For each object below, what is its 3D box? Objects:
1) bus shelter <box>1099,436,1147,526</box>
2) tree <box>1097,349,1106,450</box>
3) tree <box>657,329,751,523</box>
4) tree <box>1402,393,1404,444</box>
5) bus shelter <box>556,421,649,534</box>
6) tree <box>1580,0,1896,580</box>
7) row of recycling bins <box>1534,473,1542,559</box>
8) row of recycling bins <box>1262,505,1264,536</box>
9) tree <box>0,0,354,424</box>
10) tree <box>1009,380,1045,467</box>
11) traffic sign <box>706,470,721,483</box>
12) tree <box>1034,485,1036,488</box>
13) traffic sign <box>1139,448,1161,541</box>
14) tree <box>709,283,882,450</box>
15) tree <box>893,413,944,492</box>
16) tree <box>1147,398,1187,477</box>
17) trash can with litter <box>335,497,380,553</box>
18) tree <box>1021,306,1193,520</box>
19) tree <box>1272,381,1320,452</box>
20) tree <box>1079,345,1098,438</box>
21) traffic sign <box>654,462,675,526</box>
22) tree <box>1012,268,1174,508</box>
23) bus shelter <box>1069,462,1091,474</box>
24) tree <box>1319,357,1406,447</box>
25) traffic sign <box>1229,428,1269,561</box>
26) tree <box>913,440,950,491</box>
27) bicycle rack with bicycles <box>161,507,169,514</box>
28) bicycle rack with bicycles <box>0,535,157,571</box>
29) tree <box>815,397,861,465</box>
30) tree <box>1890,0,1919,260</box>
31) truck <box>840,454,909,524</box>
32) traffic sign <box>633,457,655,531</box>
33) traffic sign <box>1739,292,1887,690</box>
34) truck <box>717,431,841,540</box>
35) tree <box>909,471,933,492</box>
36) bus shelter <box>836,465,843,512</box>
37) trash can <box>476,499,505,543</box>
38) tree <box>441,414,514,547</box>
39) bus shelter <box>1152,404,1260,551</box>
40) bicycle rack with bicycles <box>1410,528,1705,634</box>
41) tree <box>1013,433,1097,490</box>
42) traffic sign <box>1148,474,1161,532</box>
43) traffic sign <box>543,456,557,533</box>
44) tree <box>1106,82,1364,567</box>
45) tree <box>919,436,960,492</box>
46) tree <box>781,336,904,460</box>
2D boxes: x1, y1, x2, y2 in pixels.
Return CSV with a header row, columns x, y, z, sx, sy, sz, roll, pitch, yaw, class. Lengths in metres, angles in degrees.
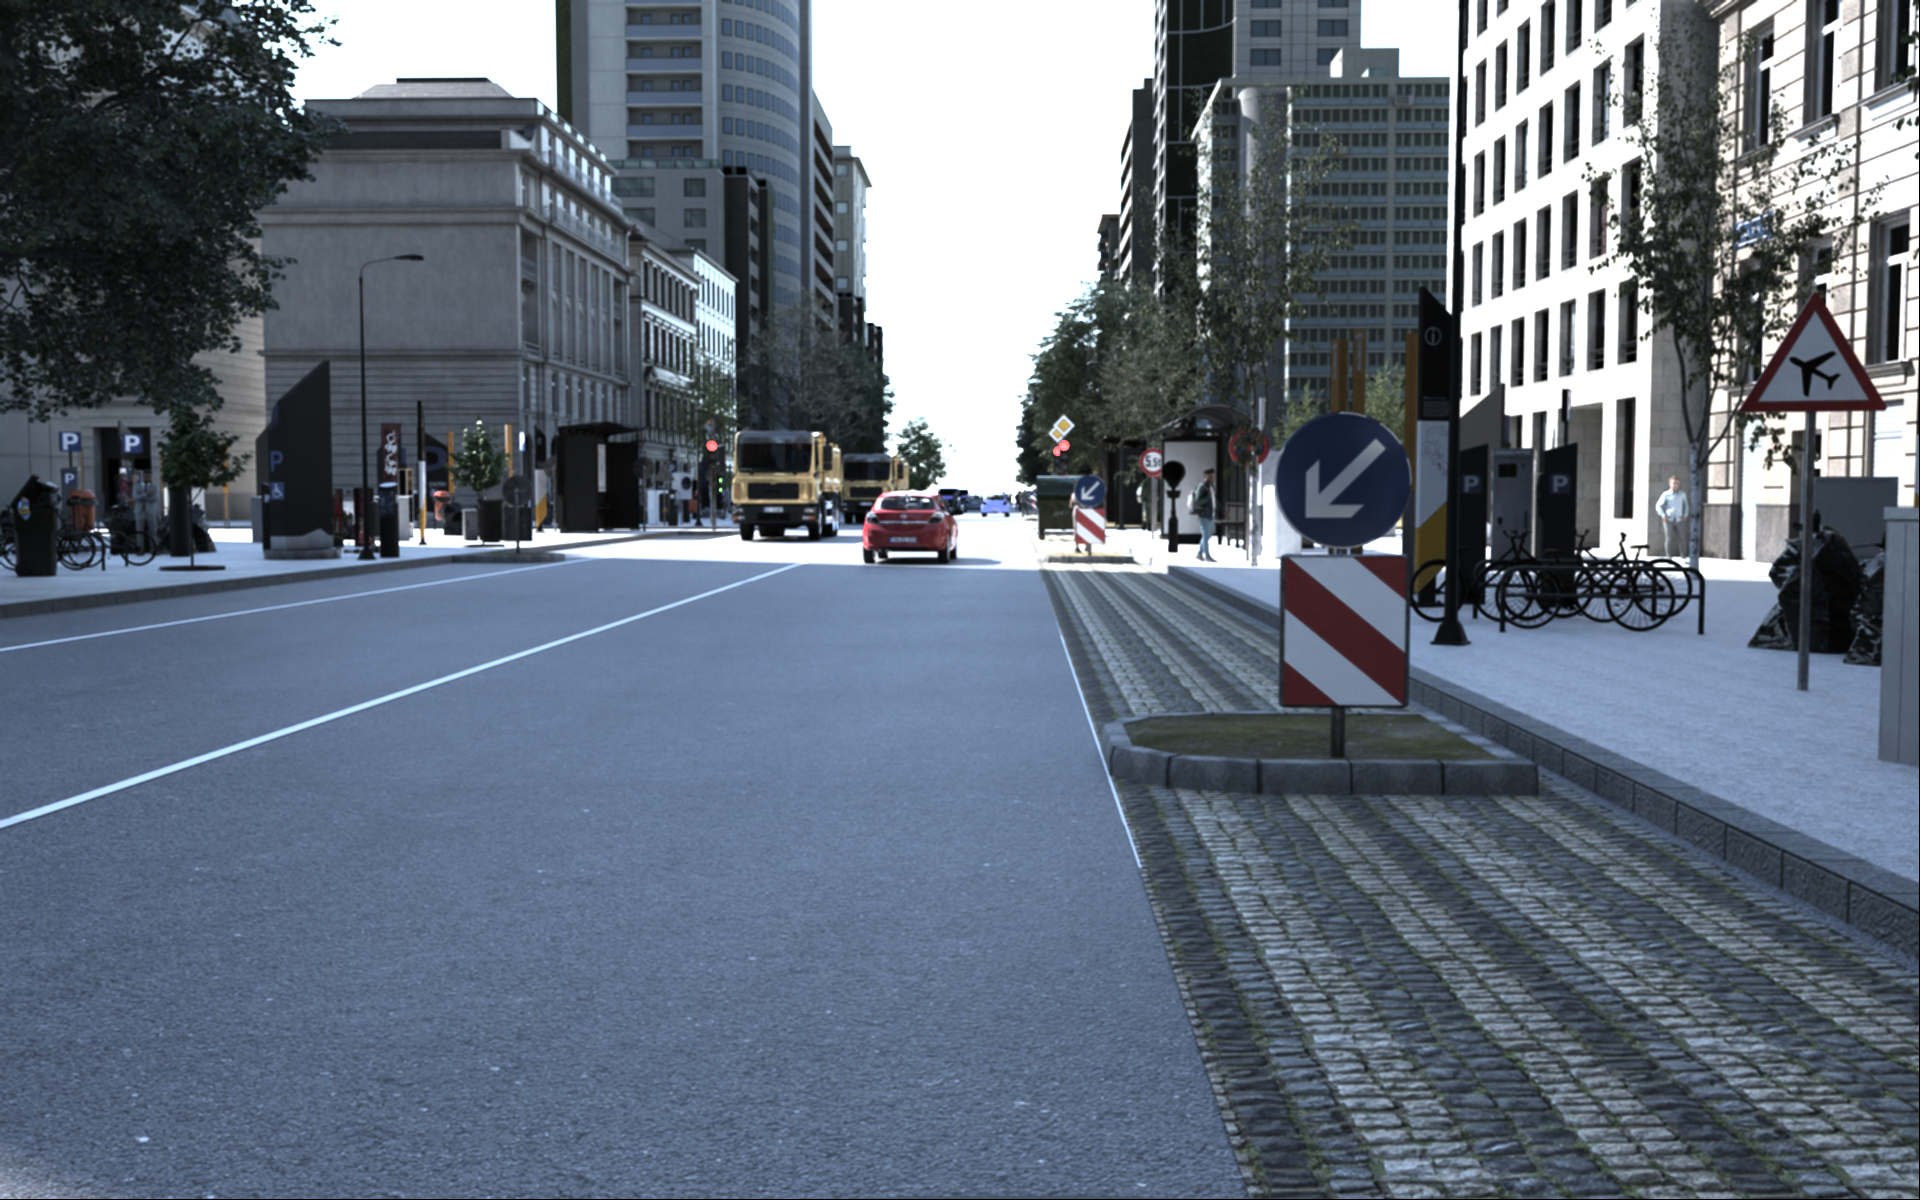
x,y,z,sx,sy,sz,roll,pitch,yaw,class
6.840,-4.981,72.725,1.731,3.624,6.357,0,4,2,bus shelter
6.483,-6.390,54.841,4.360,8.622,3.978,0,3,0,tree
-11.140,-7.730,76.756,4.737,8.622,4.395,0,3,0,tree
30.992,-10.071,115.026,4.360,8.622,3.978,0,3,0,tree
-12.110,-4.144,59.045,1.731,3.624,6.357,0,4,2,bus shelter
10.995,-4.592,25.440,4.360,8.622,3.978,0,3,0,tree
11.486,-1.710,35.065,1.069,1.692,3.534,1,4,12,row of recycling bins
10.586,-2.834,53.446,3.534,1.692,1.069,0,4,-6,row of recycling bins
-12.398,-7.018,21.408,9.857,13.997,8.962,0,3,0,tree
9.556,-15.169,158.389,12.009,13.543,11.850,0,3,0,tree
-11.989,-5.145,84.221,0.768,2.556,0.104,0,4,2,traffic sign
13.655,-18.407,284.663,4.285,4.588,4.351,0,3,0,tree
5.323,-2.913,47.726,0.768,2.556,0.104,1,4,11,traffic sign
-9.463,-11.612,100.226,12.009,13.543,11.850,0,3,0,tree
-6.047,-19.819,242.159,7.486,12.596,7.792,0,3,0,tree
13.413,-10.226,117.550,4.737,8.622,4.395,0,3,0,tree
-13.206,-1.643,37.913,1.678,1.210,2.233,1,4,23,trash can with litter
7.348,-9.234,85.386,8.767,10.594,7.601,1,4,12,tree
22.011,-9.915,112.468,4.737,8.622,4.395,0,3,0,tree
7.415,-7.836,78.482,4.360,8.622,3.978,0,3,0,tree
-11.889,-4.261,69.669,0.884,2.594,0.081,1,4,10,traffic sign
8.221,-11.785,99.342,9.857,13.997,8.962,0,3,0,tree
7.610,-7.178,111.288,2.014,3.302,5.546,0,4,2,bus shelter
22.996,-8.805,94.320,4.737,8.622,4.395,0,3,0,tree
5.488,-2.010,32.975,0.768,2.556,0.104,0,4,4,traffic sign
-5.015,-21.689,289.023,7.601,10.594,8.767,2,4,35,tree
-22.129,-2.095,47.642,2.852,0.926,2.925,1,4,8,bicycle rack with bicycles
-15.612,-1.000,29.736,2.925,0.926,2.852,-1,4,-13,bicycle rack with bicycles
-9.519,-11.070,131.357,4.360,8.622,3.978,0,3,0,tree
10.933,-4.063,16.798,4.737,8.622,4.395,0,3,0,tree
-4.207,-5.488,85.648,3.469,3.379,9.791,0,4,3,truck
-10.833,-3.625,59.367,0.768,2.556,0.104,0,4,4,traffic sign
5.516,-0.689,11.261,0.884,2.594,0.081,1,4,11,traffic sign
-5.508,-3.655,55.677,3.469,3.379,9.791,0,4,1,truck
-5.733,-16.594,255.026,4.285,4.588,4.351,0,3,0,tree
-9.673,-8.985,124.529,2.179,5.291,8.768,0,4,2,bus shelter
-12.475,-2.102,46.027,0.748,1.137,0.748,0,3,0,trash can
-11.749,-2.903,42.064,1.663,3.219,1.824,0,3,0,tree
5.852,-2.924,41.725,2.014,3.302,5.546,0,4,2,bus shelter
5.908,-0.220,16.979,2.925,0.926,2.852,1,4,10,bicycle rack with bicycles
10.672,-16.125,180.658,9.611,12.733,9.660,0,3,0,tree
6.657,-3.589,58.791,0.768,2.556,0.104,1,4,11,traffic sign
-13.473,-3.515,57.581,0.768,2.556,0.104,0,4,4,traffic sign
4.965,-4.897,30.430,4.360,8.622,3.978,0,3,0,tree
-3.777,-22.836,299.127,9.928,11.665,9.643,0,3,0,tree
-9.365,-14.217,139.100,9.857,13.997,8.962,0,3,0,tree
